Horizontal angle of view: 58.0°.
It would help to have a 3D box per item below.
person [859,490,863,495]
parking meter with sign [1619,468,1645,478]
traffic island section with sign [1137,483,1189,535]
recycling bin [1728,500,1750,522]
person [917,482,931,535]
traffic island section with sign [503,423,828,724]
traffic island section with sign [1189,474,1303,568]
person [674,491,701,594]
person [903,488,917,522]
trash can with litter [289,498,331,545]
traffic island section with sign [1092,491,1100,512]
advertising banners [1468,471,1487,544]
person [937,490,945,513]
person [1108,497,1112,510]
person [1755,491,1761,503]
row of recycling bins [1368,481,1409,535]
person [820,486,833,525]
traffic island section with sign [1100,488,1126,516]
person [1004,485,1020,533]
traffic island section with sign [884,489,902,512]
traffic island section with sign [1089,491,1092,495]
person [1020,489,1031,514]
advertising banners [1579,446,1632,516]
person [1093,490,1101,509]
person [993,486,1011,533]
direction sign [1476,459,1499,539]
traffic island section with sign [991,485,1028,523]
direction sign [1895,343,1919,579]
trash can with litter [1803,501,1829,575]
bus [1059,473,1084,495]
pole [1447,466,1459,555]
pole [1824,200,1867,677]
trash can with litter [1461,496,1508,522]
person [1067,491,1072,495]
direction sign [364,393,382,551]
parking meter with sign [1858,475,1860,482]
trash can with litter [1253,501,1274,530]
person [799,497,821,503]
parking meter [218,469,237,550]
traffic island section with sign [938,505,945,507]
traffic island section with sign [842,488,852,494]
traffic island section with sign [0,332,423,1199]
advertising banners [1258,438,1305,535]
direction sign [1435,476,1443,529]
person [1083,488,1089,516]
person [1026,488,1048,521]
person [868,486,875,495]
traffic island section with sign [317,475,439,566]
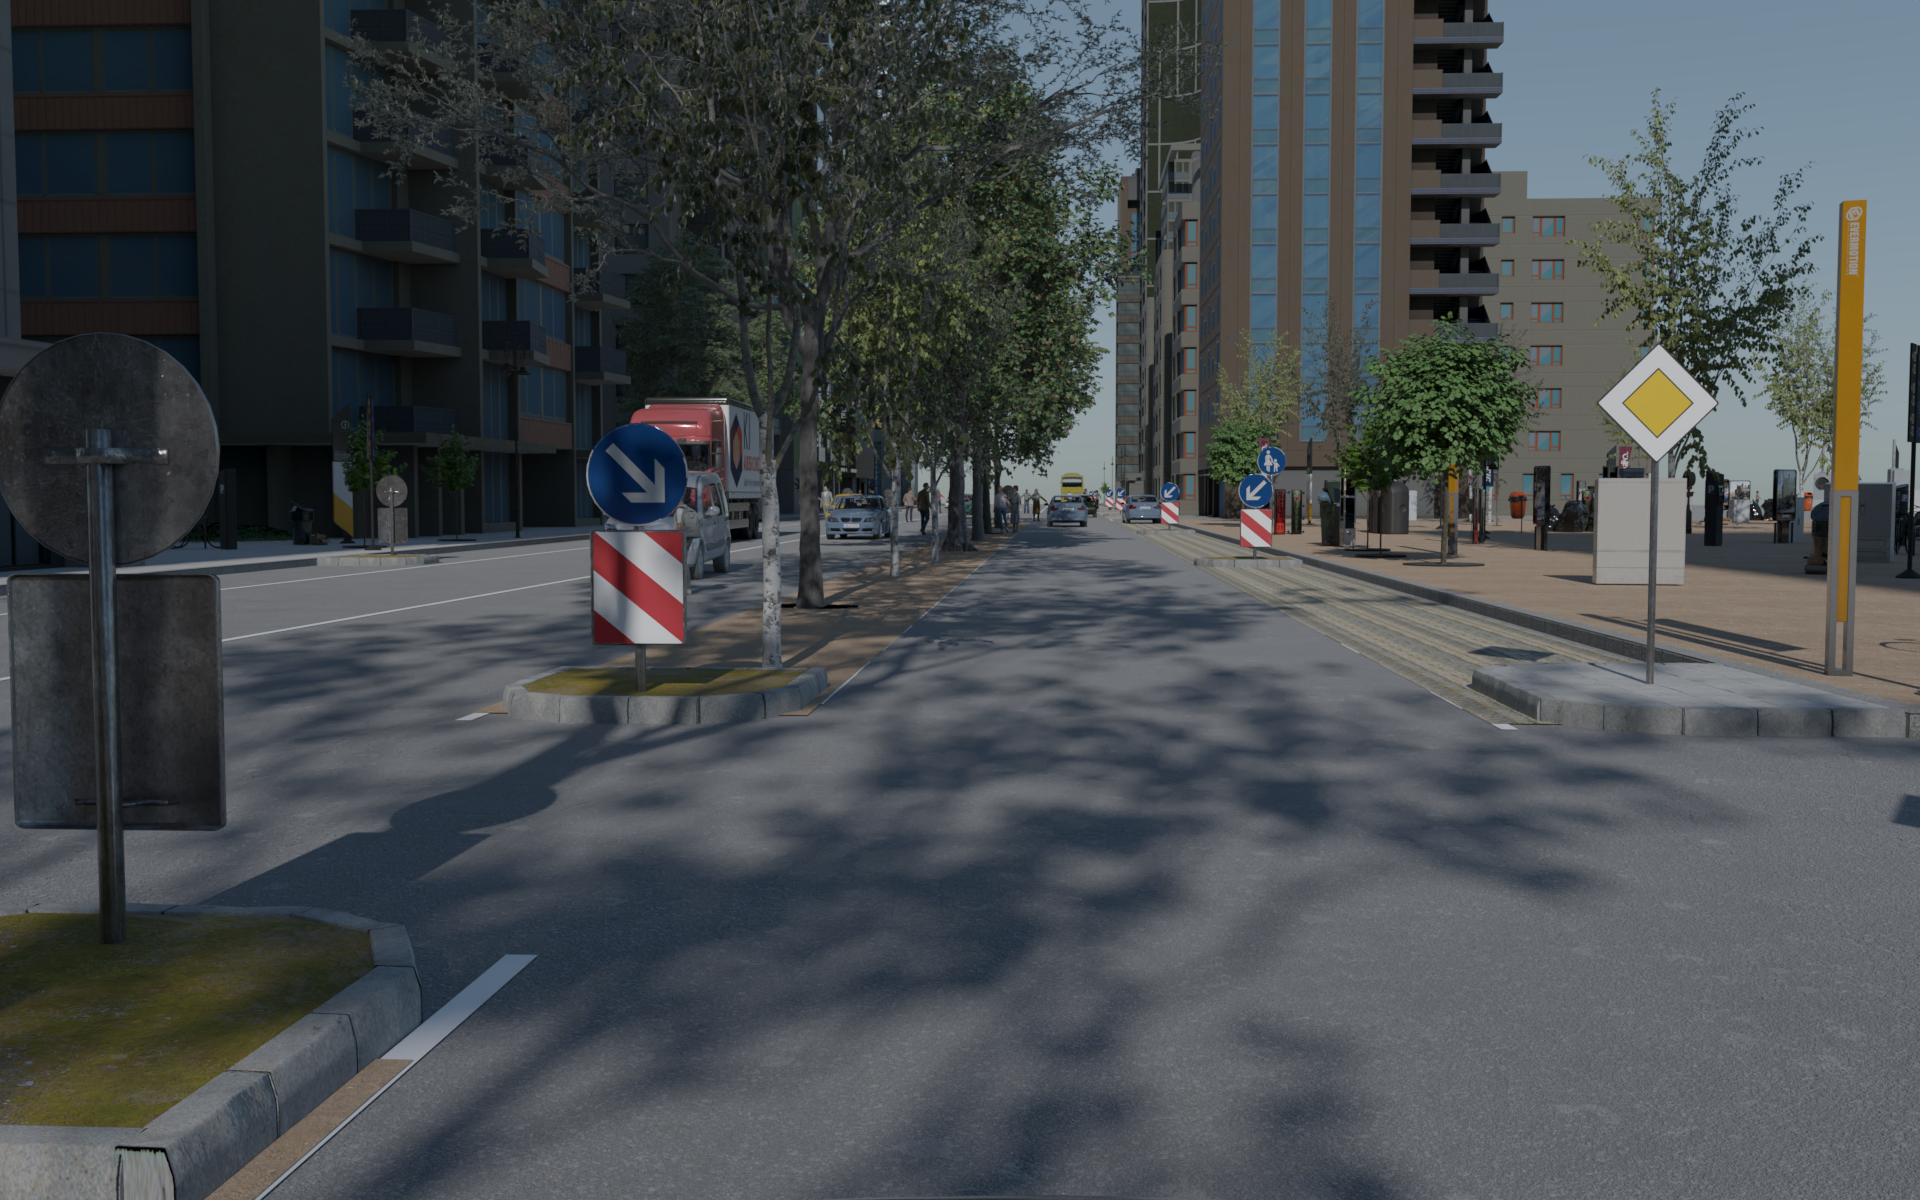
[{"bbox_3d":[-7.043,-6.902,122.062,1.217,1.735,0.721,0,4,-2],"label":"person"},{"bbox_3d":[19.697,-3.346,50.964,1.738,3.016,0.543,0,4,0],"label":"parking meter with sign"},{"bbox_3d":[7.284,-3.229,61.419,1.989,1.847,2.006,0,4,3],"label":"traffic island section with sign"},{"bbox_3d":[35.498,-4.062,78.963,0.722,1.027,0.722,0,4,-1],"label":"recycling bin"},{"bbox_3d":[-1.236,-3.208,60.869,0.656,1.842,0.836,1,4,13],"label":"person"},{"bbox_3d":[-2.027,-0.221,11.756,2.006,1.907,1.989,0,4,3],"label":"traffic island section with sign"},{"bbox_3d":[5.692,-1.580,34.466,1.989,1.847,2.006,0,4,3],"label":"traffic island section with sign"},{"bbox_3d":[-3.961,-0.826,24.593,0.523,1.515,0.503,-1,4,-16],"label":"person"},{"bbox_3d":[-2.478,-4.878,88.780,0.617,1.759,0.750,3,4,37],"label":"person"},{"bbox_3d":[-16.335,-1.969,43.588,1.055,1.170,0.624,1,4,17],"label":"trash can with litter"},{"bbox_3d":[11.812,-7.944,138.514,1.989,1.847,2.006,0,4,3],"label":"traffic island section with sign"},{"bbox_3d":[13.198,-2.940,44.265,0.090,3.025,2.074,2,4,29],"label":"advertising banners"},{"bbox_3d":[-1.554,-7.393,130.100,1.217,1.743,0.721,-2,4,-25],"label":"person"},{"bbox_3d":[12.622,-8.374,146.359,0.436,1.711,0.756,0,4,6],"label":"person"},{"bbox_3d":[75.350,-9.435,163.470,0.721,1.736,1.217,3,5,43],"label":"person"},{"bbox_3d":[13.925,-3.024,56.552,1.069,1.692,3.534,0,4,5],"label":"row of recycling bins"},{"bbox_3d":[-6.116,-4.342,79.606,0.709,1.813,0.853,1,4,15],"label":"person"},{"bbox_3d":[10.227,-6.298,111.606,1.989,1.847,2.006,0,4,3],"label":"traffic island section with sign"},{"bbox_3d":[1.921,-3.288,62.833,0.524,1.755,0.480,-2,4,-34],"label":"person"},{"bbox_3d":[-5.738,-8.008,139.553,1.989,1.847,2.006,0,4,3],"label":"traffic island section with sign"},{"bbox_3d":[15.039,-11.291,193.242,1.989,1.847,2.006,0,4,3],"label":"traffic island section with sign"},{"bbox_3d":[4.914,-7.284,127.681,1.350,1.814,0.705,0,4,-2],"label":"person"},{"bbox_3d":[23.710,-4.123,63.591,2.074,3.025,0.090,-1,4,-10],"label":"advertising banners"},{"bbox_3d":[12.846,-9.428,162.655,1.348,1.823,0.705,-3,5,-41],"label":"person"},{"bbox_3d":[1.644,-3.356,64.035,0.731,1.740,0.598,-1,4,-20],"label":"person"},{"bbox_3d":[15.023,-3.523,49.598,0.379,3.537,0.876,-2,4,-29],"label":"direction sign"},{"bbox_3d":[2.377,-4.809,86.766,2.006,1.907,1.989,0,4,3],"label":"traffic island section with sign"},{"bbox_3d":[14.484,-2.099,26.316,0.379,3.537,0.876,3,4,39],"label":"direction sign"},{"bbox_3d":[13.972,-1.008,27.861,0.624,1.170,1.055,3,4,38],"label":"trash can with litter"},{"bbox_3d":[12.913,-12.739,199.833,2.896,3.916,12.252,0,4,3],"label":"bus"},{"bbox_3d":[10.391,-2.606,36.452,0.158,3.312,0.155,0,3,0],"label":"pole"},{"bbox_3d":[6.221,-1.121,12.164,0.158,3.312,0.155,0,3,0],"label":"pole"},{"bbox_3d":[24.275,-4.239,80.361,2.233,1.210,1.678,2,4,24],"label":"trash can with litter"},{"bbox_3d":[9.825,-8.901,154.970,0.756,1.711,0.436,2,4,30],"label":"person"},{"bbox_3d":[-13.399,-2.901,39.429,0.379,3.537,0.876,-1,4,-10],"label":"direction sign"},{"bbox_3d":[32.225,-4.058,62.606,0.543,3.016,1.738,3,5,43],"label":"parking meter with sign"},{"bbox_3d":[8.604,-2.322,49.354,0.624,1.170,1.055,0,4,5],"label":"trash can with litter"},{"bbox_3d":[-7.830,-5.054,91.148,1.348,1.822,0.705,-1,4,-15],"label":"person"},{"bbox_3d":[-16.936,-2.101,40.055,0.399,1.863,0.255,3,5,42],"label":"parking meter"},{"bbox_3d":[-2.492,-11.364,194.428,1.989,1.847,2.006,0,4,3],"label":"traffic island section with sign"},{"bbox_3d":[-7.312,-6.358,112.584,1.989,1.847,2.006,0,4,3],"label":"traffic island section with sign"},{"bbox_3d":[-2.472,0.231,4.362,2.006,1.907,1.989,0,4,3],"label":"traffic island section with sign"},{"bbox_3d":[10.082,-3.562,54.419,2.074,3.025,0.090,-2,4,-35],"label":"advertising banners"},{"bbox_3d":[17.618,-4.365,63.372,0.876,3.537,0.379,0,4,3],"label":"direction sign"},{"bbox_3d":[8.396,-6.532,115.308,0.705,1.822,1.348,2,4,34],"label":"person"},{"bbox_3d":[4.102,-5.093,92.509,1.217,1.736,0.721,-1,4,-13],"label":"person"},{"bbox_3d":[-4.591,-4.943,88.949,0.705,1.869,1.348,2,4,25],"label":"person"},{"bbox_3d":[-11.841,-1.647,35.551,1.989,1.847,2.006,0,4,3],"label":"traffic island section with sign"}]
